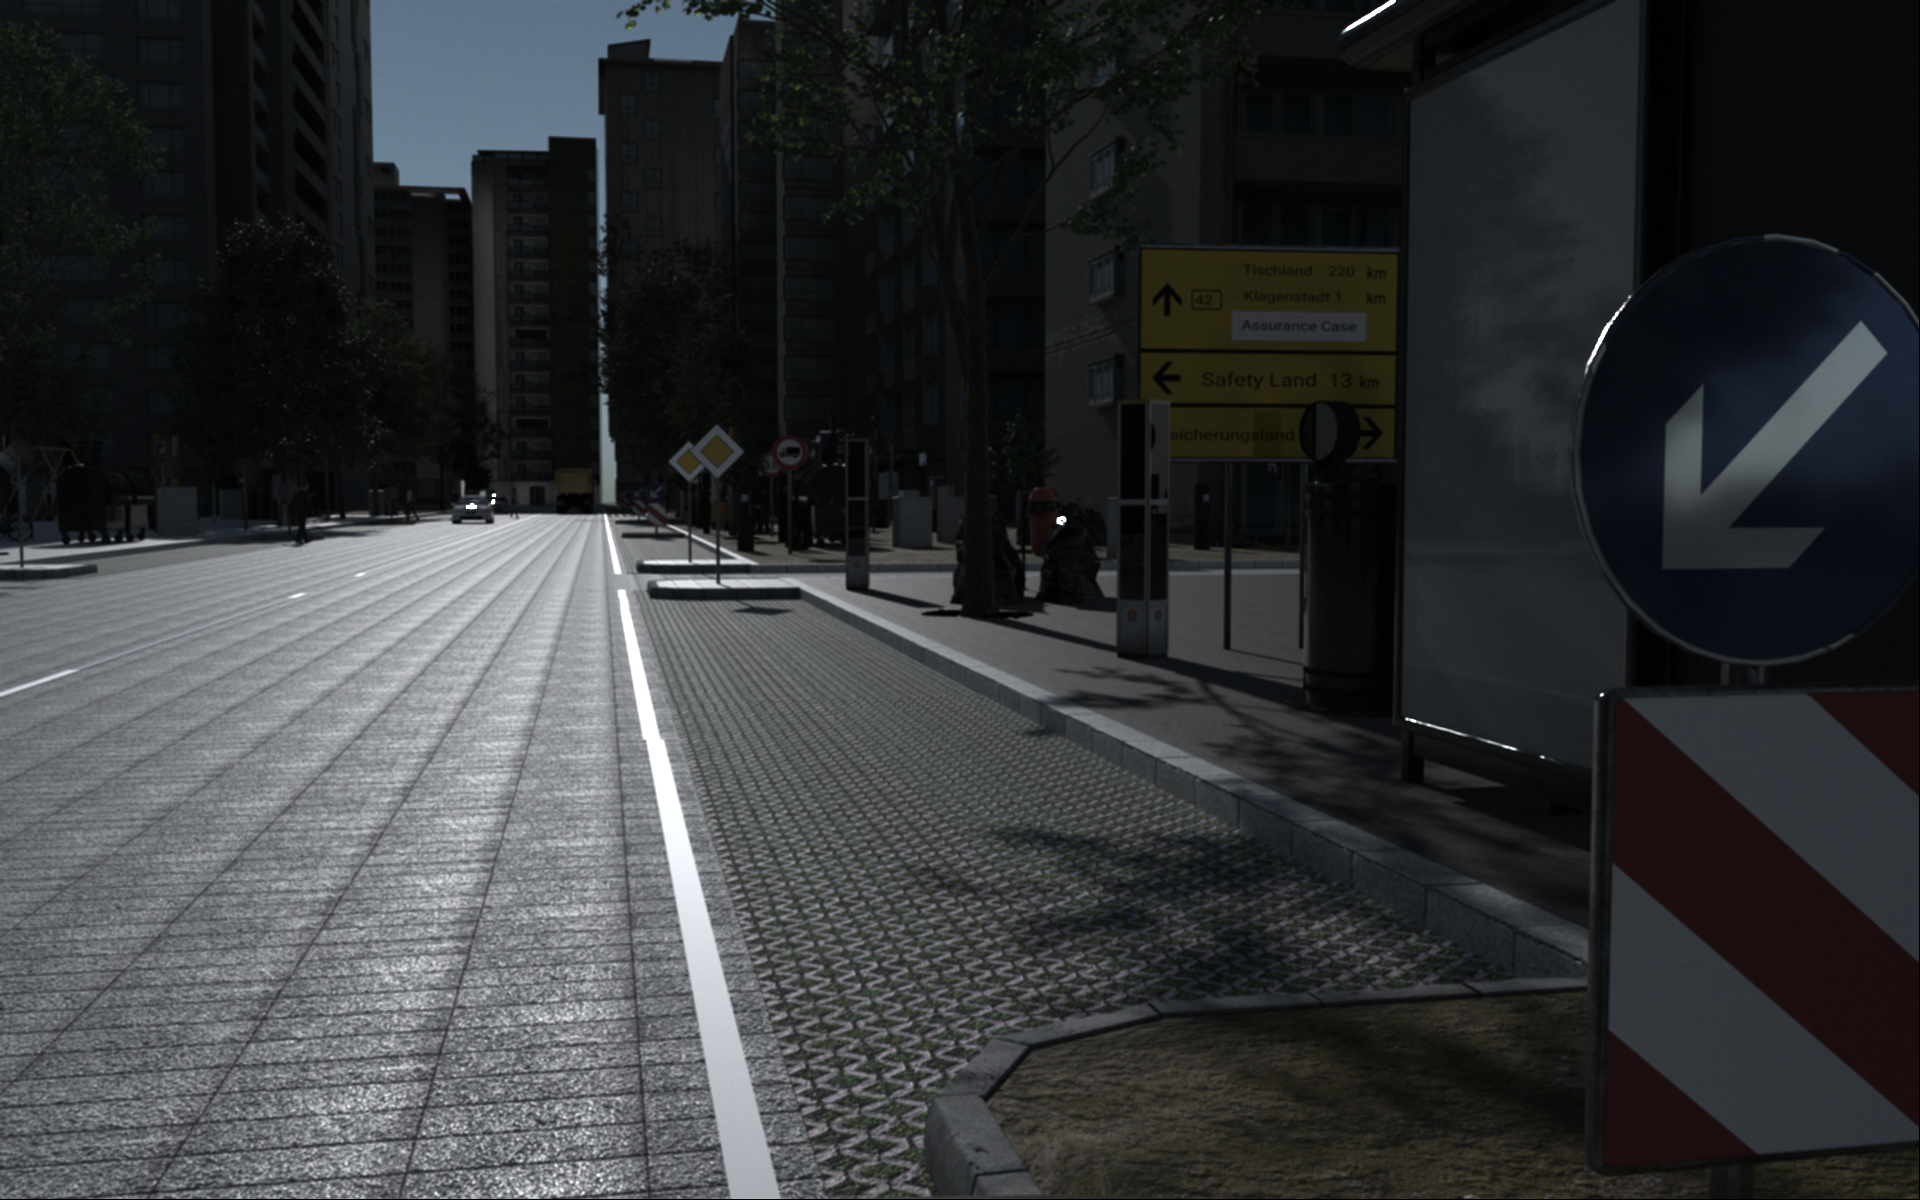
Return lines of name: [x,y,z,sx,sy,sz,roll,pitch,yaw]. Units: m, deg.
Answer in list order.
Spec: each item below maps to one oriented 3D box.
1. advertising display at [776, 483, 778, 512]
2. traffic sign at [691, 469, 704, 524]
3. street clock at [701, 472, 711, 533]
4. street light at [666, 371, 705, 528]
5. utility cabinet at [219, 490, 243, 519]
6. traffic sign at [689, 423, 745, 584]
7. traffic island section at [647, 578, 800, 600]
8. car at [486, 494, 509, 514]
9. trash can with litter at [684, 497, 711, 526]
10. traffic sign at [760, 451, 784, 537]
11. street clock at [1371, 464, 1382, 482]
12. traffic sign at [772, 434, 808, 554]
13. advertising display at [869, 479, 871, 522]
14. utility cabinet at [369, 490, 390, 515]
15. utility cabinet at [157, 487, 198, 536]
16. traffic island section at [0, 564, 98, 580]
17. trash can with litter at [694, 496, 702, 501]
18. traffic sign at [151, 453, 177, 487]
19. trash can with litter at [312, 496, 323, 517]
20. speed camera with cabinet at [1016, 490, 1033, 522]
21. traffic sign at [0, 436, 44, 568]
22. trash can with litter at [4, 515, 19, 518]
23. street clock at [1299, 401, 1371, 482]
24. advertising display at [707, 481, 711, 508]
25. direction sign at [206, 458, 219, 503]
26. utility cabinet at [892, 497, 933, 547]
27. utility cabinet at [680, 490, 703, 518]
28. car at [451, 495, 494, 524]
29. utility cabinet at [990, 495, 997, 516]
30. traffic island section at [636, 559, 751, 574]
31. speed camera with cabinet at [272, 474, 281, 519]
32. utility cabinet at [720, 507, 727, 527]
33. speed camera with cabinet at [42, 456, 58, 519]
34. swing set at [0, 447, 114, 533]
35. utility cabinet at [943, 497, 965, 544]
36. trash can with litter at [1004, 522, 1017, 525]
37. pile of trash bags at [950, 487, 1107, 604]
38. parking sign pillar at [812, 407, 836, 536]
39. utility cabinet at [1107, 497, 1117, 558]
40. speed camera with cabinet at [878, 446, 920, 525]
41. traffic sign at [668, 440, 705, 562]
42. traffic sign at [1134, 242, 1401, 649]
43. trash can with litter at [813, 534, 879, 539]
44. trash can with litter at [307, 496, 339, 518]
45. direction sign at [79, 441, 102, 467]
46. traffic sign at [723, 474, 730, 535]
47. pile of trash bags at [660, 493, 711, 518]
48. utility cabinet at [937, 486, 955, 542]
advertising display: [-10.198,-5.838,100.658,0.974,1.923,0.123,0,4,-1]
traffic sign: [-10.328,-4.035,68.102,0.606,2.300,0.079,0,4,-2]
street clock: [-8.258,-3.169,56.378,0.358,2.002,0.471,0,4,-1]
street light: [-10.401,-5.686,65.514,1.470,5.913,1.316,-1,4,-12]
utility cabinet: [-36.801,-4.826,87.585,0.318,1.500,1.173,3,5,43]
traffic sign: [-3.459,-1.288,24.702,0.795,2.450,0.064,-1,4,-12]
traffic island section: [-3.437,-0.153,24.784,2.009,0.180,2.903,-1,4,-12]
car: [-33.179,-6.826,123.613,2.014,1.417,4.499,-1,4,-11]
trash can with litter: [-10.438,-3.519,68.919,1.055,1.170,0.624,1,4,12]
traffic sign: [-5.615,-3.160,51.776,0.768,2.556,0.104,-1,4,-8]
street clock: [9.996,-2.281,41.860,0.358,2.002,0.471,0,4,-6]
traffic sign: [-3.623,-2.249,36.871,0.768,2.556,0.104,-1,4,-11]
advertising display: [-3.862,-4.169,73.370,0.123,1.923,0.974,0,4,1]
utility cabinet: [-34.350,-5.738,102.493,1.173,1.500,0.318,0,4,-3]
utility cabinet: [-24.032,-2.722,53.176,0.318,1.500,1.173,2,4,30]
traffic island section: [-16.410,-0.488,30.263,2.009,0.180,2.903,-1,4,-12]
trash can with litter: [-12.400,-4.523,85.014,2.233,1.210,1.678,0,4,-5]
traffic sign: [-24.880,-3.304,54.129,0.768,2.556,0.104,0,4,-8]
trash can with litter: [-35.772,-5.189,96.225,0.624,1.170,1.055,0,4,-6]
speed camera with cabinet: [3.622,-5.202,79.395,2.038,3.252,0.660,0,4,-6]
traffic sign: [-16.389,-1.625,30.206,0.795,2.450,0.064,-1,4,-12]
trash can with litter: [-51.019,-5.105,94.525,2.233,1.210,1.678,-2,4,-34]
street clock: [2.877,-0.548,13.531,0.358,2.002,0.471,-2,4,-28]
advertising display: [-12.176,-4.986,86.732,0.974,1.923,0.123,-1,4,-22]
direction sign: [-42.910,-6.571,99.440,0.876,3.537,0.379,1,4,18]
utility cabinet: [-1.157,-1.885,41.979,1.020,1.237,0.306,-3,4,-38]
utility cabinet: [-14.034,-5.003,90.473,1.173,1.500,0.318,-3,4,-38]
car: [-24.137,-4.497,85.895,2.083,1.381,4.827,-1,4,-13]
utility cabinet: [0.896,-3.221,63.818,1.020,1.237,0.306,-3,4,-39]
traffic island section: [-5.059,-0.631,32.603,2.009,0.180,2.903,-1,4,-12]
speed camera with cabinet: [-30.828,-5.174,78.925,0.660,3.252,2.038,-1,4,-9]
utility cabinet: [-8.746,-3.541,66.572,1.173,1.500,0.318,-2,4,-25]
speed camera with cabinet: [-47.277,-5.846,89.921,0.660,3.252,2.038,1,4,10]
swing set: [-30.526,-3.711,58.300,2.862,2.851,3.119,-1,4,-9]
utility cabinet: [0.081,-2.061,44.867,1.020,1.237,0.306,0,4,-4]
trash can with litter: [1.238,-3.705,71.634,2.233,1.210,1.678,1,4,9]
pile of trash bags: [0.910,-0.734,21.747,1.912,1.369,3.447,0,4,7]
parking sign pillar: [-4.013,-3.946,52.989,1.447,3.967,1.447,0,4,-7]
utility cabinet: [3.451,-1.431,34.556,1.020,1.237,0.306,1,4,13]
speed camera with cabinet: [-2.518,-4.731,71.683,0.660,3.252,2.038,3,4,38]
traffic sign: [-5.080,-1.766,32.521,0.795,2.450,0.064,-1,4,-12]
traffic sign: [2.530,-1.247,14.262,2.265,3.308,0.079,0,4,-8]
trash can with litter: [-3.498,-2.379,49.957,2.233,1.210,1.678,0,4,3]
trash can with litter: [-34.728,-5.036,93.403,2.233,1.210,1.678,-1,4,-10]
direction sign: [-37.365,-5.047,74.518,0.876,3.537,0.379,-3,5,-41]
traffic sign: [-7.126,-3.274,53.630,0.768,2.556,0.104,0,4,-4]
pile of trash bags: [-15.435,-5.333,96.945,3.447,1.369,1.912,2,4,27]
utility cabinet: [-0.390,-2.299,46.266,0.318,1.500,1.173,1,4,9]
